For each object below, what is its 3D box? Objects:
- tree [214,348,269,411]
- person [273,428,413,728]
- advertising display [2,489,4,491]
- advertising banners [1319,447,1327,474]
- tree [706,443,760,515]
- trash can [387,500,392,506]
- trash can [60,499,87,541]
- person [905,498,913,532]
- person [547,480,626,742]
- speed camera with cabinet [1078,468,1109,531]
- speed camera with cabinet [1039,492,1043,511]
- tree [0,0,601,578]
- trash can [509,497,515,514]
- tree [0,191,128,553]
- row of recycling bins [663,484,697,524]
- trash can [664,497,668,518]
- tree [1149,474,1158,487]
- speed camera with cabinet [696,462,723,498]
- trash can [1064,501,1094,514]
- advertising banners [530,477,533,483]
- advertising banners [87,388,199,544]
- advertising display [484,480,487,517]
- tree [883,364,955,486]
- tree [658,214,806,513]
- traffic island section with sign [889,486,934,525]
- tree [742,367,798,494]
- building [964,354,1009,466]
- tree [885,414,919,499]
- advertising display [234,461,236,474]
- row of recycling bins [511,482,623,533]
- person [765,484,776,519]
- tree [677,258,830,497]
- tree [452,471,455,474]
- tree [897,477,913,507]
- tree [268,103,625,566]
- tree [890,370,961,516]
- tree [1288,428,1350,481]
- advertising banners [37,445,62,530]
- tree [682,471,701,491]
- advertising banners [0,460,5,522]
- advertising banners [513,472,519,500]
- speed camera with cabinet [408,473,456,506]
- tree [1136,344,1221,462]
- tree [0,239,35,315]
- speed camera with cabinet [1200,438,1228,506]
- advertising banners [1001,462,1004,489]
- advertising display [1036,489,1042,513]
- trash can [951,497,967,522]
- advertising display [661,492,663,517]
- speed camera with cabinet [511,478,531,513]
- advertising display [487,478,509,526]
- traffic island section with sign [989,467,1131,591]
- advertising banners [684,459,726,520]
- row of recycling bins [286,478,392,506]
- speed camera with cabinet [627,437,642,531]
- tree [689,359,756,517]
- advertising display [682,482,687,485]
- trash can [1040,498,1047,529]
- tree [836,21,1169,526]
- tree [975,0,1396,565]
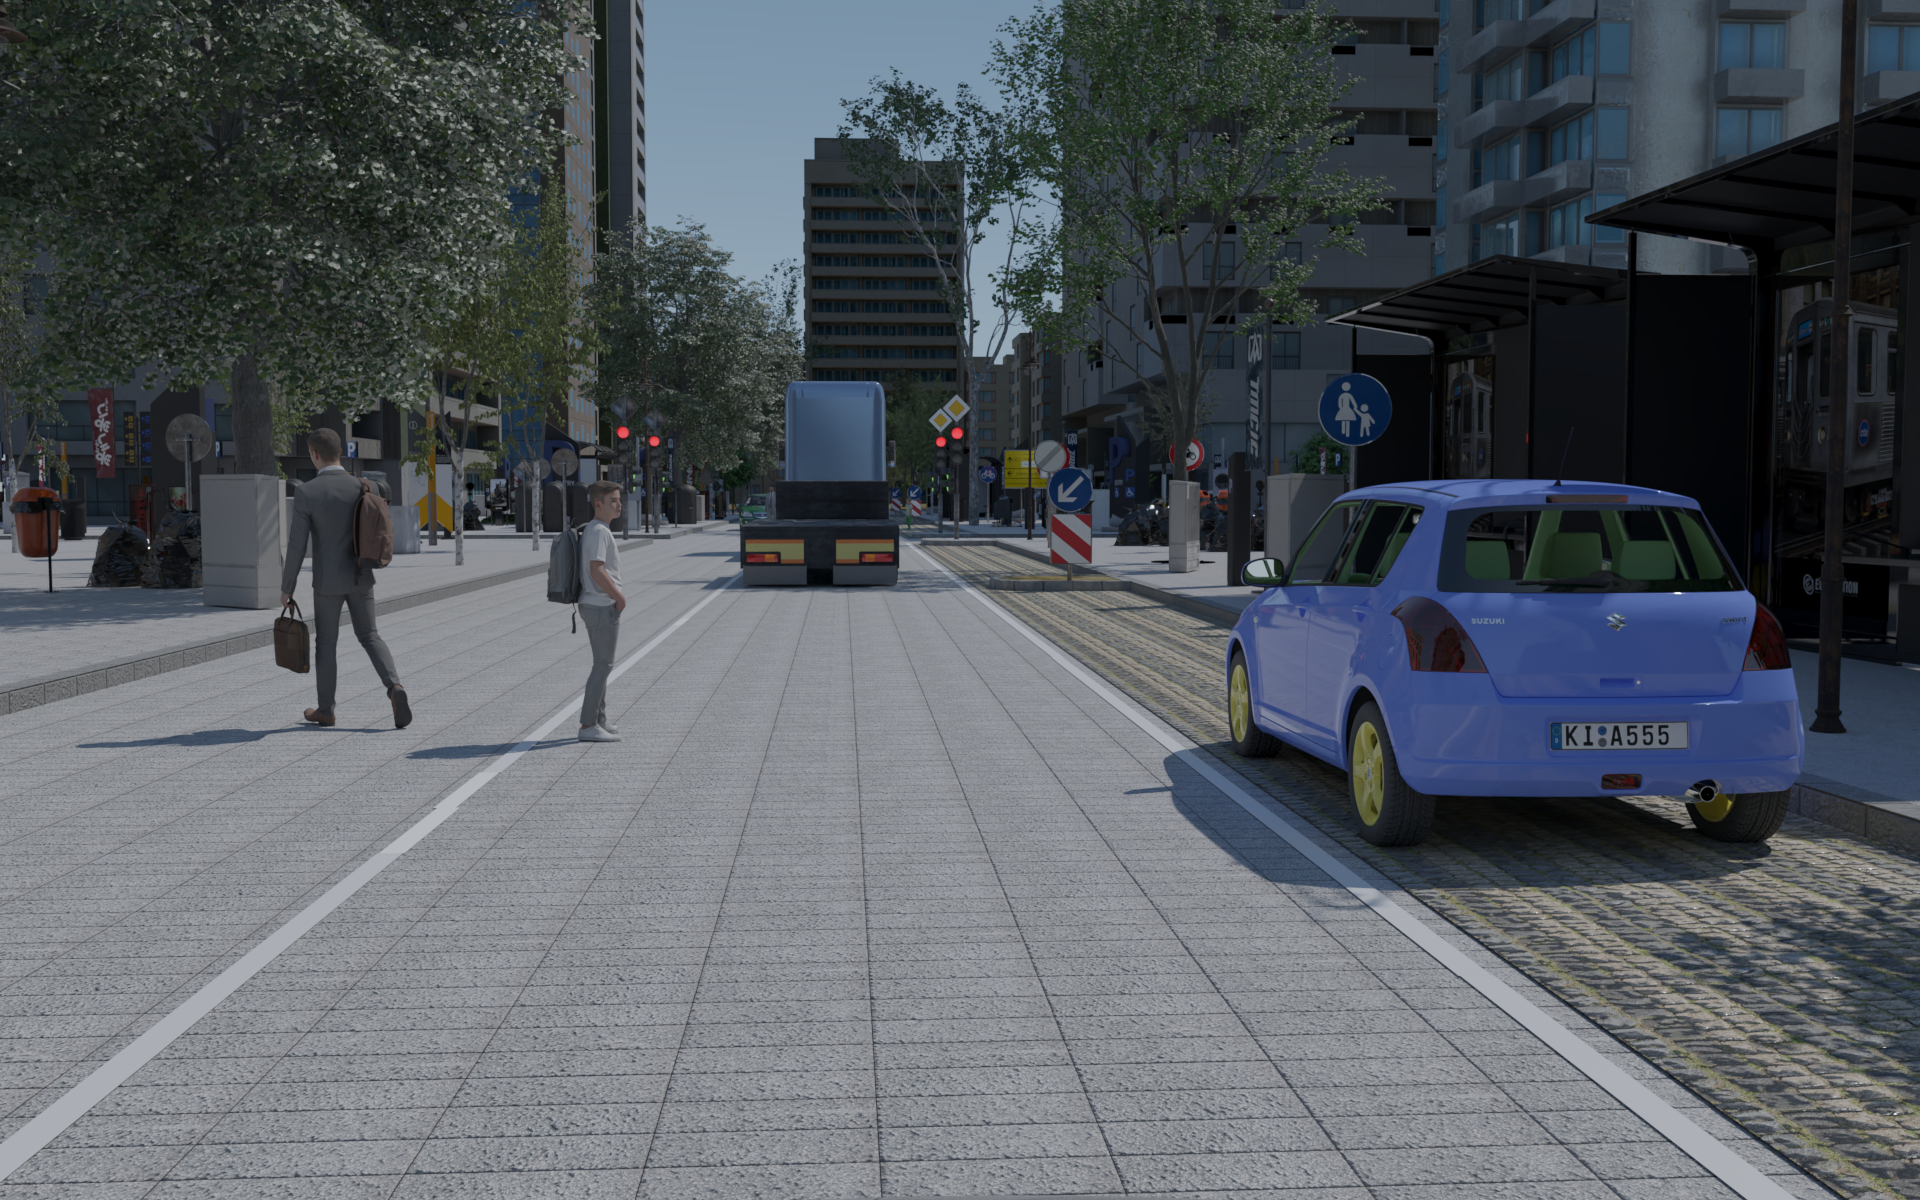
[{"bbox_3d":[-26.305,-7.057,65.739,4.737,8.622,4.395,0,3,0],"label":"tree"},{"bbox_3d":[-3.776,-0.129,10.571,0.822,1.834,0.622,3,4,38],"label":"person"},{"bbox_3d":[-70.291,-7.464,127.246,0.123,1.923,0.974,-2,4,-32],"label":"advertising display"},{"bbox_3d":[13.966,-4.198,64.817,0.090,3.025,2.074,3,5,44],"label":"advertising banners"},{"bbox_3d":[-14.261,-7.603,108.021,4.285,4.588,4.351,0,3,0],"label":"tree"},{"bbox_3d":[-13.383,-1.711,39.633,0.748,1.137,0.748,0,3,0],"label":"trash can"},{"bbox_3d":[-24.532,-2.215,47.875,0.748,1.137,0.748,0,3,0],"label":"trash can"},{"bbox_3d":[-1.898,-3.177,64.699,0.306,1.304,0.590,1,4,17],"label":"person"},{"bbox_3d":[-2.104,0.062,10.081,0.503,1.515,0.523,3,4,38],"label":"person"},{"bbox_3d":[4.742,-4.088,61.179,2.038,3.252,0.660,3,5,44],"label":"speed camera with cabinet"},{"bbox_3d":[5.139,-8.249,129.201,2.038,3.252,0.660,0,4,1],"label":"speed camera with cabinet"},{"bbox_3d":[-8.762,-7.010,21.265,9.857,13.997,8.962,0,3,0],"label":"tree"},{"bbox_3d":[-20.503,-4.187,80.106,0.748,1.137,0.748,0,3,0],"label":"trash can"},{"bbox_3d":[-20.304,-5.326,37.443,4.360,8.622,3.978,0,3,0],"label":"tree"},{"bbox_3d":[-11.991,-4.148,74.937,1.069,1.692,3.534,-1,4,-17],"label":"row of recycling bins"},{"bbox_3d":[-15.548,-4.979,93.065,0.748,1.137,0.748,0,3,0],"label":"trash can"},{"bbox_3d":[9.134,-5.769,88.918,1.663,3.219,1.824,0,3,0],"label":"tree"},{"bbox_3d":[-15.150,-6.650,103.070,2.038,3.252,0.660,0,3,0],"label":"speed camera with cabinet"},{"bbox_3d":[2.628,-1.642,38.498,0.748,1.137,0.748,0,3,0],"label":"trash can"},{"bbox_3d":[-30.018,-7.850,124.531,0.090,3.025,2.074,3,4,36],"label":"advertising banners"},{"bbox_3d":[-13.396,-1.969,28.388,2.074,3.025,0.090,1,4,15],"label":"advertising banners"},{"bbox_3d":[-21.549,-4.586,80.190,0.974,1.923,0.123,-3,5,-45],"label":"advertising display"},{"bbox_3d":[-3.358,-11.567,123.540,8.767,10.594,7.601,-3,5,-44],"label":"tree"},{"bbox_3d":[-12.845,-10.544,79.047,9.857,13.997,8.962,0,3,0],"label":"tree"},{"bbox_3d":[-2.279,-4.454,81.444,1.989,1.847,2.006,0,4,-4],"label":"traffic island section with sign"},{"bbox_3d":[-17.264,-14.776,151.965,12.009,13.543,11.850,0,3,0],"label":"tree"},{"bbox_3d":[14.308,-24.464,245.027,28.899,21.520,27.650,0,4,-4],"label":"building"},{"bbox_3d":[-7.691,-17.792,209.021,7.486,12.596,7.792,0,3,0],"label":"tree"},{"bbox_3d":[-13.538,-1.710,33.171,0.123,1.923,0.974,1,4,12],"label":"advertising display"},{"bbox_3d":[-13.169,-3.133,58.335,3.534,1.692,1.069,-1,4,-12],"label":"row of recycling bins"},{"bbox_3d":[-7.066,-3.455,65.267,0.678,1.792,0.850,1,4,12],"label":"person"},{"bbox_3d":[-15.372,-17.240,137.761,12.611,20.169,13.585,0,3,0],"label":"tree"},{"bbox_3d":[-24.038,-5.213,79.837,1.663,3.219,1.824,0,3,0],"label":"tree"},{"bbox_3d":[-5.519,-10.962,173.824,1.663,3.219,1.824,0,3,0],"label":"tree"},{"bbox_3d":[-8.916,-4.938,31.104,4.737,8.622,4.395,0,3,0],"label":"tree"},{"bbox_3d":[-1.897,-9.290,102.254,4.737,8.622,4.395,0,3,0],"label":"tree"},{"bbox_3d":[17.215,-5.972,81.348,4.285,4.588,4.351,0,3,0],"label":"tree"},{"bbox_3d":[-32.319,-3.992,61.462,0.090,3.025,2.074,0,4,-8],"label":"advertising banners"},{"bbox_3d":[-19.889,-8.152,127.881,1.663,3.219,1.824,0,3,0],"label":"tree"},{"bbox_3d":[-49.079,-5.726,89.808,0.090,3.025,2.074,0,4,5],"label":"advertising banners"},{"bbox_3d":[-32.398,-7.793,123.605,2.074,3.025,0.090,0,4,3],"label":"advertising banners"},{"bbox_3d":[-23.337,-5.029,76.559,2.038,3.252,0.660,-1,4,-13],"label":"speed camera with cabinet"},{"bbox_3d":[10.807,-8.178,84.081,4.360,8.622,3.978,0,3,0],"label":"tree"},{"bbox_3d":[-17.808,-4.775,28.433,4.737,8.622,4.395,0,3,0],"label":"tree"},{"bbox_3d":[8.555,-4.078,61.014,2.038,3.252,0.660,1,4,8],"label":"speed camera with cabinet"},{"bbox_3d":[2.927,-6.057,95.213,2.074,3.025,0.090,-3,5,-44],"label":"advertising banners"},{"bbox_3d":[5.255,-6.931,118.534,0.123,1.923,0.974,-3,4,-39],"label":"advertising display"},{"bbox_3d":[-0.066,-4.678,88.146,0.748,1.137,0.748,0,3,0],"label":"trash can"},{"bbox_3d":[-17.286,-5.688,98.209,0.974,1.923,0.123,-3,4,-37],"label":"advertising display"},{"bbox_3d":[-30.448,-7.753,121.090,0.660,3.252,2.038,2,4,31],"label":"speed camera with cabinet"},{"bbox_3d":[-18.634,-3.966,70.059,0.974,1.923,0.123,2,4,31],"label":"advertising display"},{"bbox_3d":[1.471,-1.080,26.292,1.989,1.847,2.006,0,4,-4],"label":"traffic island section with sign"},{"bbox_3d":[-12.840,-5.562,87.122,2.074,3.025,0.090,0,4,1],"label":"advertising banners"},{"bbox_3d":[-16.621,-2.377,45.975,3.534,1.692,1.069,1,4,20],"label":"row of recycling bins"},{"bbox_3d":[-11.524,-4.072,60.914,0.660,3.252,2.038,-1,4,-12],"label":"speed camera with cabinet"},{"bbox_3d":[-12.955,-8.641,91.649,4.360,8.622,3.978,0,3,0],"label":"tree"},{"bbox_3d":[-15.071,-5.458,94.459,0.974,1.923,0.123,0,4,-6],"label":"advertising display"},{"bbox_3d":[3.314,-3.201,63.988,0.748,1.137,0.748,0,3,0],"label":"trash can"},{"bbox_3d":[1.830,-13.039,69.078,12.611,20.169,13.585,0,3,0],"label":"tree"},{"bbox_3d":[4.138,-6.493,31.910,9.928,11.665,9.643,0,3,0],"label":"tree"}]
